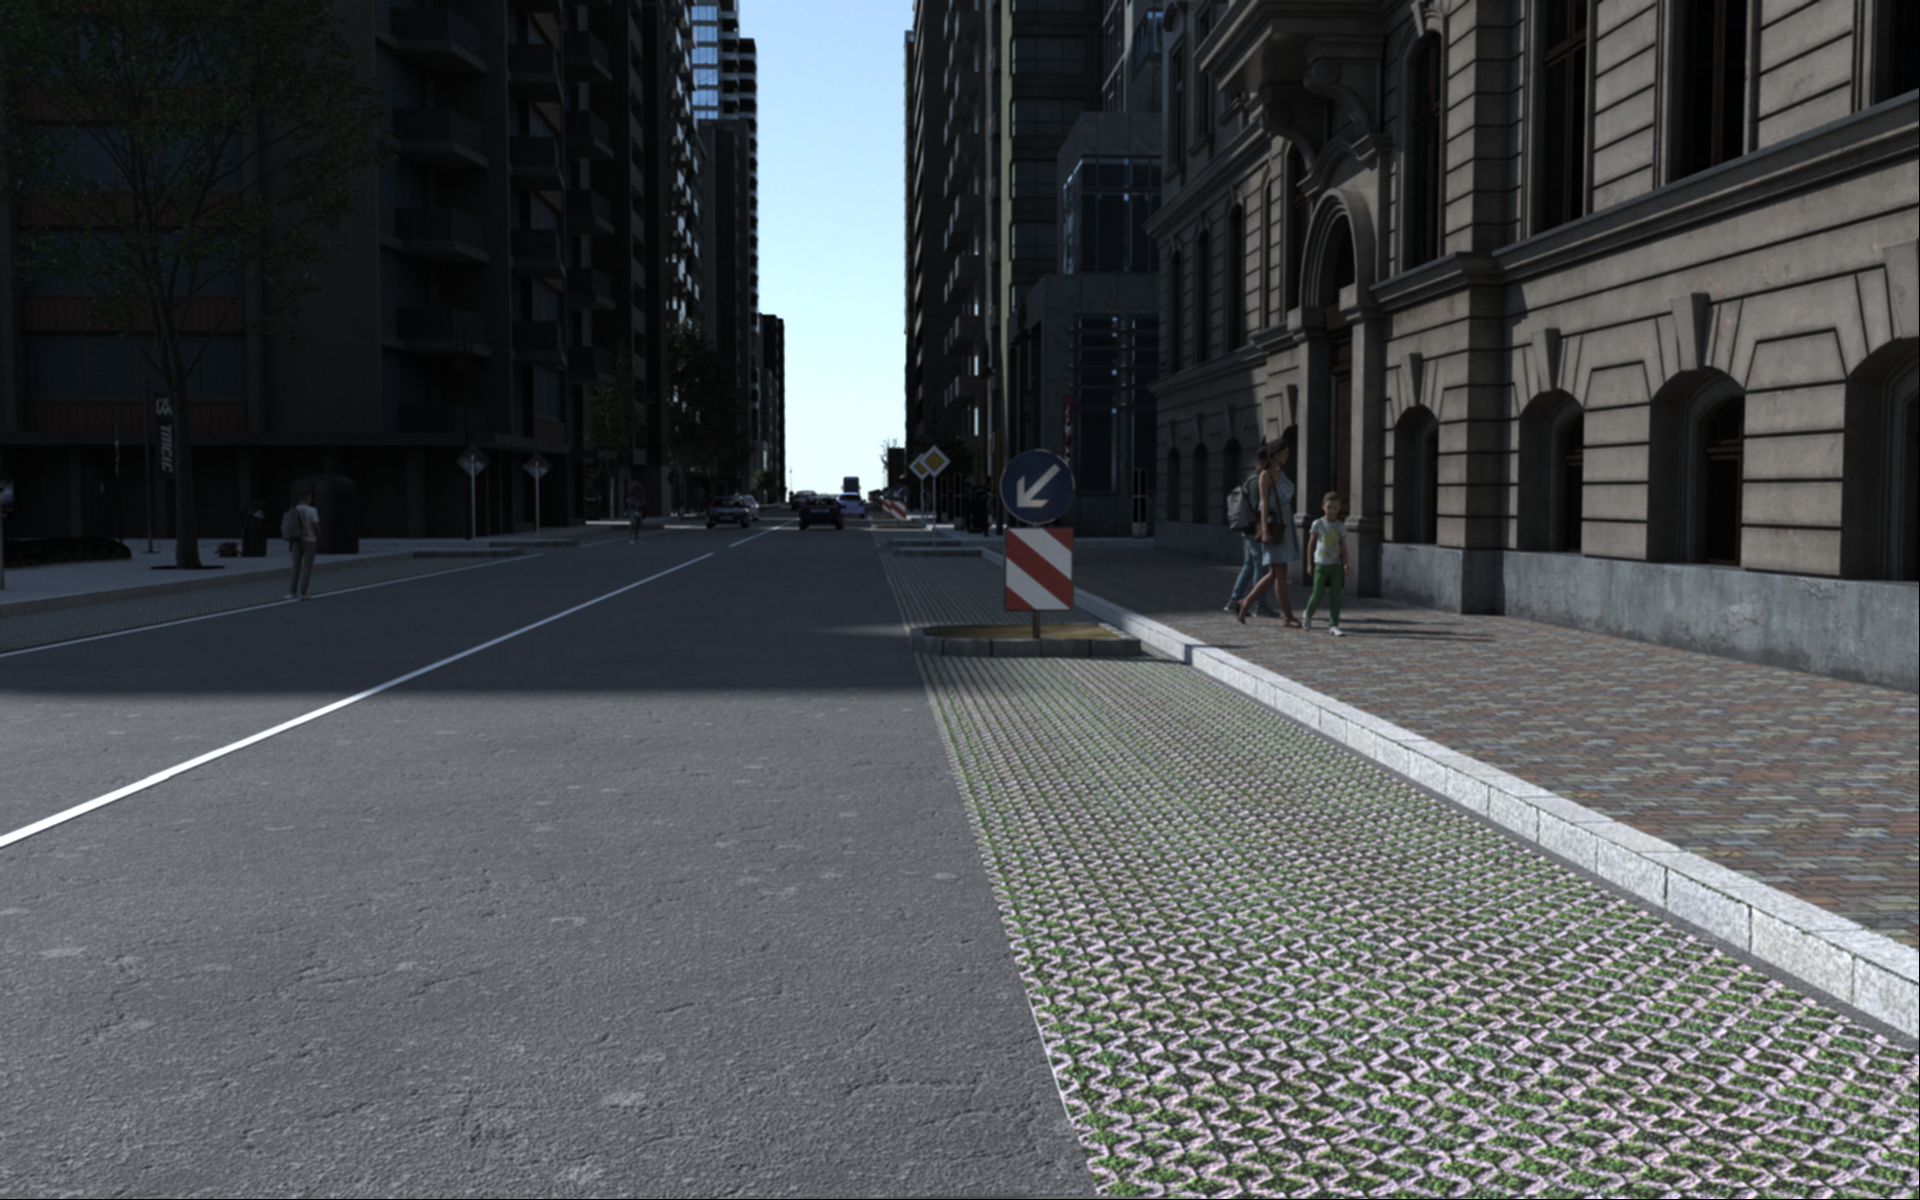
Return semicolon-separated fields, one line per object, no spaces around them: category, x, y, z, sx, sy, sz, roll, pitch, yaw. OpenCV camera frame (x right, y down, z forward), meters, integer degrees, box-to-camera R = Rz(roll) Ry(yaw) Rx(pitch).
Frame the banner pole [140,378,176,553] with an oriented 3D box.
banner pole;-17.356;-2.907;37.552;0.863;3.779;0.401;-1;4;-10

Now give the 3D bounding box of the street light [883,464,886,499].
street light;-10.600;-16.776;247.082;0.468;5.910;1.993;0;4;-3

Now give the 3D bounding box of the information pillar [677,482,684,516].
information pillar;-16.427;-5.951;101.795;0.304;2.012;0.304;-3;4;-38

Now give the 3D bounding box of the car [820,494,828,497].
car;-21.584;-16.267;275.005;2.155;1.783;4.494;0;4;-4

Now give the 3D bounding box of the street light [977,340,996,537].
street light;0.792;-4.851;52.100;0.468;5.910;1.993;0;4;-3

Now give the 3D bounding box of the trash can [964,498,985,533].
trash can;0.512;-2.772;56.975;0.748;1.137;0.748;0;3;0

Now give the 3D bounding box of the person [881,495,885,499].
person;-11.032;-15.155;254.558;1.217;1.736;0.721;0;4;0

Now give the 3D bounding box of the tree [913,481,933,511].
tree;-2.584;-8.301;130.318;1.663;3.219;1.824;0;3;0

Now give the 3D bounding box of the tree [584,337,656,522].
tree;-16.272;-7.984;80.907;4.737;8.622;4.395;0;3;0

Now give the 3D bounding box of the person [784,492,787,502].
person;-26.742;-15.743;264.162;0.721;1.743;1.217;0;4;-4

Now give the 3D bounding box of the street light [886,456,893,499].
street light;-8.474;-14.582;211.200;0.468;5.910;1.993;0;4;-3

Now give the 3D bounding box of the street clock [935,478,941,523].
street clock;-0.942;-4.418;76.796;0.471;2.002;0.358;1;4;18

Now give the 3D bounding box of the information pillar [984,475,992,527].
information pillar;1.103;-3.873;67.822;0.304;2.012;0.304;0;4;0

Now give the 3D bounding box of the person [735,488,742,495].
person;-13.043;-5.683;101.595;0.511;1.800;0.466;1;4;19

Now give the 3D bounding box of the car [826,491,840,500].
car;-8.730;-6.823;121.344;2.009;1.686;4.222;0;4;-2

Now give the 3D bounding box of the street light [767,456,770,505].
street light;-22.995;-14.384;207.963;0.468;5.910;1.993;0;4;-3

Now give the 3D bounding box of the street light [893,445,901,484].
street light;-5.812;-11.715;164.334;0.468;5.910;1.993;0;4;-3

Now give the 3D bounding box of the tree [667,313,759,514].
tree;-17.600;-11.802;109.966;9.611;12.733;9.660;0;3;0

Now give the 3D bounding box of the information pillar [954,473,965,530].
information pillar;-0.013;-3.469;61.208;0.304;2.012;0.304;2;4;29

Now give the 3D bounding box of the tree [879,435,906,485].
tree;-8.174;-16.256;216.142;4.737;8.622;4.395;0;3;0

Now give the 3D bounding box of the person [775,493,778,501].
person;-25.946;-14.422;245.032;0.799;1.438;0.628;3;5;39

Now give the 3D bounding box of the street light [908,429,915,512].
street light;-3.618;-9.465;127.536;0.468;5.910;1.993;0;4;-3

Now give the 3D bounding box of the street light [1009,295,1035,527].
street light;1.435;-4.128;40.283;0.468;5.910;1.993;0;4;-3

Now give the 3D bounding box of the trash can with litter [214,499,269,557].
trash can with litter;-14.645;-1.461;35.276;1.055;1.170;0.624;0;4;-5

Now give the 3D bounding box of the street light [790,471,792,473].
street light;-27.213;-18.721;278.877;0.468;5.910;1.993;0;4;-3

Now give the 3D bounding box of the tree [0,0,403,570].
tree;-13.392;-6.333;29.296;9.928;11.665;9.643;0;3;0

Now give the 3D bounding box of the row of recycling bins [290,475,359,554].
row of recycling bins;-14.118;-1.908;38.302;1.069;1.692;3.534;-2;4;-31

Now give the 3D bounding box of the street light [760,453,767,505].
street light;-22.453;-13.660;196.136;0.468;5.910;1.993;0;4;-3

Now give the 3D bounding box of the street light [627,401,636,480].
street light;-15.973;-6.832;84.498;0.468;5.910;1.993;0;4;-3

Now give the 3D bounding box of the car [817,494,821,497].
car;-17.618;-12.094;209.529;2.131;1.459;4.920;0;4;-3

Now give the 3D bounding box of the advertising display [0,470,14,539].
advertising display;-25.774;-2.525;46.503;0.123;1.923;0.974;1;4;11

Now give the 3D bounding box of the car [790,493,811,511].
car;-13.835;-8.751;152.115;2.155;1.783;4.494;0;4;-2

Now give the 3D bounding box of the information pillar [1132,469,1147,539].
information pillar;5.177;-2.778;49.910;0.304;2.012;0.304;-3;4;-36

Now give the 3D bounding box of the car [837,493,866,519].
car;-6.386;-5.550;100.326;1.945;1.707;3.694;0;4;-4

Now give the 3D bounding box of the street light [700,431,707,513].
street light;-18.239;-9.279;124.503;0.468;5.910;1.993;0;4;-3

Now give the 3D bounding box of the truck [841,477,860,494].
truck;-16.405;-16.712;262.994;2.967;4.110;18.799;0;4;-5

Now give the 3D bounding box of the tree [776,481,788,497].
tree;-25.713;-15.746;252.046;1.663;3.219;1.824;0;3;0

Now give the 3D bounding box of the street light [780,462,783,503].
street light;-25.052;-16.553;243.423;0.468;5.910;1.993;0;4;-3

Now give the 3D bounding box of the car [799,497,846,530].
car;-5.654;-3.568;70.918;1.945;1.354;3.894;0;4;-2

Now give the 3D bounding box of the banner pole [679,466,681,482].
banner pole;-19.650;-8.121;122.798;0.401;3.779;0.863;3;4;36

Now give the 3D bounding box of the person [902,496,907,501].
person;-4.865;-8.808;150.772;0.721;1.743;1.217;-1;4;-21

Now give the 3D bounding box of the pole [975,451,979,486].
pole;0.805;-5.339;81.129;0.158;3.312;0.155;0;3;0

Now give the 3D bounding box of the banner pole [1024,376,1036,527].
banner pole;1.474;-2.851;36.631;0.401;3.779;0.863;1;4;21

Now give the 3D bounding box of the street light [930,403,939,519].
street light;-1.305;-7.041;87.909;0.468;5.910;1.993;0;4;-3

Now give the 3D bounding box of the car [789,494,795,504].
car;-22.360;-13.886;235.830;1.959;1.807;4.718;0;4;-5

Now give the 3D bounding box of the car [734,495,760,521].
car;-11.828;-4.962;93.493;2.083;1.381;4.827;0;4;-5

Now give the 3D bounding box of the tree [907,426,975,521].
tree;-0.834;-6.084;83.185;4.285;4.588;4.351;0;3;0

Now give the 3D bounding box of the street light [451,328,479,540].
street light;-13.786;-4.623;48.380;0.468;5.910;1.993;0;4;-3

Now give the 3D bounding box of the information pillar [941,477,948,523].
information pillar;-0.684;-4.373;75.995;0.304;2.012;0.304;0;4;-2

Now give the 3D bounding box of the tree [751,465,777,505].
tree;-22.693;-13.179;199.183;4.285;4.588;4.351;0;3;0

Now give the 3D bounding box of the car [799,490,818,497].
car;-15.992;-10.568;181.462;2.281;1.827;5.304;0;4;-1

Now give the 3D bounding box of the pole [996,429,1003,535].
pole;1.236;-3.679;53.991;0.158;3.312;0.155;0;3;0

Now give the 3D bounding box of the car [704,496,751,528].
car;-9.856;-3.733;73.611;1.945;1.354;3.894;0;4;-5
